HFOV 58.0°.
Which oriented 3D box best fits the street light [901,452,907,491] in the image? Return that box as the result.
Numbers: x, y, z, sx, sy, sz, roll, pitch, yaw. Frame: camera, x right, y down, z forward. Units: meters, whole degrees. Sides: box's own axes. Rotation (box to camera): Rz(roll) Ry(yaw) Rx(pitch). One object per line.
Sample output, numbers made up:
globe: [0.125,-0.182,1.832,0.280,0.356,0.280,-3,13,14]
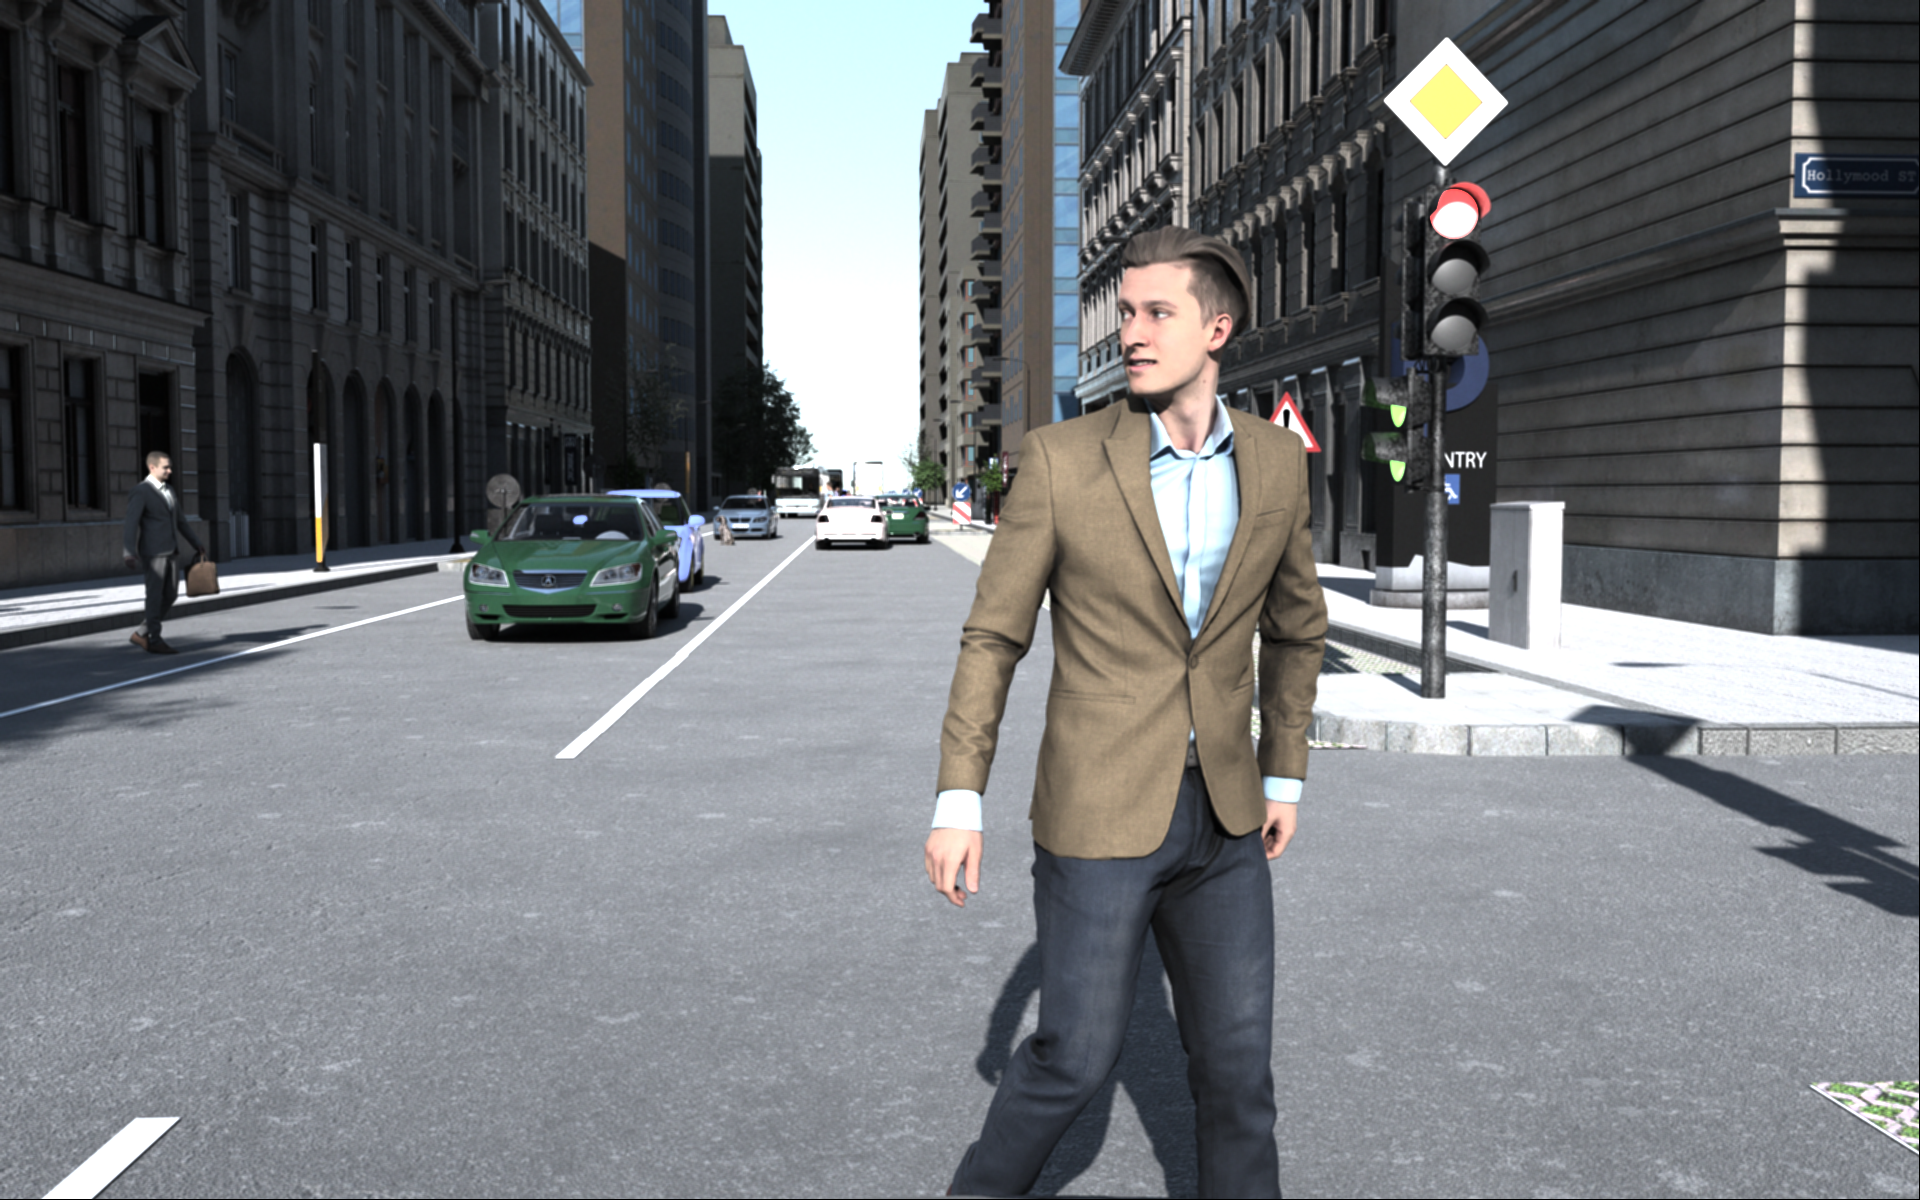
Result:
street light: [-5.566,-13.332,190.517,1.470,5.913,1.316,0,4,-3]

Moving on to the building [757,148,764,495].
building: [-29.971,-31.486,198.397,14.154,41.232,14.086,0,4,-3]

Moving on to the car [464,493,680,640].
car: [-4.051,-0.415,18.591,2.131,1.459,4.920,0,4,-5]

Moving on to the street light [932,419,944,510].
street light: [-0.959,-8.254,107.501,1.470,5.913,1.316,0,4,-3]

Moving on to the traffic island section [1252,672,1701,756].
traffic island section: [3.005,0.694,10.927,2.009,0.180,2.903,0,4,-3]

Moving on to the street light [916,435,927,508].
street light: [-2.455,-9.949,135.206,1.470,5.913,1.316,0,4,-3]

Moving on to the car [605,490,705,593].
car: [-4.801,-1.013,26.147,1.945,1.707,3.694,0,4,-5]

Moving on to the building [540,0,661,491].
building: [-23.708,-26.974,91.132,14.600,45.320,14.200,0,4,-3]

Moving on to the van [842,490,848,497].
van: [-16.255,-14.226,236.985,2.240,2.365,5.245,0,4,-2]

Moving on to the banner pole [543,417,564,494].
banner pole: [-13.466,-4.086,56.817,0.401,3.779,0.863,-3,4,-37]

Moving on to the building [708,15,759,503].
building: [-32.311,-34.020,179.927,21.300,48.544,21.600,0,4,-3]

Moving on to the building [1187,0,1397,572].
building: [11.056,-11.441,36.204,9.793,20.994,18.267,0,4,-3]

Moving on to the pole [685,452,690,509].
pole: [-13.181,-5.503,83.815,0.158,3.312,0.155,0,3,0]

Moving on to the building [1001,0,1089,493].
building: [9.738,-27.202,94.865,14.600,45.320,14.200,0,4,-3]

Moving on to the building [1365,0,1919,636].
building: [23.976,-12.349,20.986,34.723,24.649,14.460,0,4,-3]

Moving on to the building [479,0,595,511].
building: [-19.762,-13.142,64.014,9.793,20.994,18.267,0,4,-3]

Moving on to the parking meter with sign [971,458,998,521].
parking meter with sign: [1.140,-5.374,84.132,0.543,3.016,1.738,-2,4,-33]

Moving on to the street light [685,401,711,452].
street light: [-13.113,-6.968,86.468,1.470,5.913,1.316,0,4,-3]

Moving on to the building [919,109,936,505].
building: [6.063,-35.819,209.345,21.300,48.544,21.600,0,4,-3]

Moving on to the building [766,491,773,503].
building: [-39.755,-32.145,217.453,32.217,40.220,23.993,0,4,-3]

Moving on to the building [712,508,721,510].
building: [-35.840,-27.304,138.305,32.217,40.220,23.993,0,4,-3]

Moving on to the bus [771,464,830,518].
bus: [-9.566,-6.784,105.776,2.948,3.499,13.247,0,4,-2]

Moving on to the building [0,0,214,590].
building: [-17.372,-9.536,20.549,10.561,19.102,19.286,0,4,-3]

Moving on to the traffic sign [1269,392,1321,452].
traffic sign: [4.159,-1.354,22.141,0.884,2.594,0.081,0,4,3]

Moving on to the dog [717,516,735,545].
dog: [-6.609,-1.952,48.760,0.513,0.831,0.800,0,4,-6]

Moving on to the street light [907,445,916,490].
street light: [-4.018,-11.610,162.361,1.470,5.913,1.316,0,4,-3]

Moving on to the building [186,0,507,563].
building: [-20.214,-12.278,42.551,13.314,21.916,24.055,0,4,-3]

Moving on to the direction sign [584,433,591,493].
direction sign: [-13.973,-4.464,64.979,0.379,3.537,0.876,-2,4,-26]

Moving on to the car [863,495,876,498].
car: [-5.605,-6.064,111.513,2.083,1.381,4.827,0,4,-4]

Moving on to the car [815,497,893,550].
car: [-2.829,-2.051,45.904,2.083,1.381,4.827,0,4,-1]

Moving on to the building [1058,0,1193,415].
building: [9.145,-13.133,65.634,10.553,20.767,40.483,0,4,-3]

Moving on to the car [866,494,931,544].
car: [-1.886,-2.390,50.880,2.131,1.459,4.920,0,4,-3]

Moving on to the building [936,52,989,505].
building: [8.748,-34.508,187.901,21.300,48.544,21.600,0,4,-3]

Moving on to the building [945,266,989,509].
building: [13.235,-18.447,146.644,27.650,21.520,28.899,0,4,-3]

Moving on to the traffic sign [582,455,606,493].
traffic sign: [-11.770,-3.402,55.731,0.768,2.556,0.104,0,4,3]

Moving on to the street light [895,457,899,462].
street light: [-7.066,-15.002,217.815,1.470,5.913,1.316,0,4,-3]

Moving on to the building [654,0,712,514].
building: [-28.070,-34.868,112.084,21.231,58.520,28.212,0,4,-3]

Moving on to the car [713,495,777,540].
car: [-6.852,-2.666,55.587,2.014,1.417,4.499,0,4,-2]

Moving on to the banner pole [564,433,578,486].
banner pole: [-14.255,-4.447,62.731,0.863,3.779,0.401,-2,4,-28]

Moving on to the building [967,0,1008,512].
building: [12.027,-28.251,116.536,22.147,44.769,28.867,0,4,-3]

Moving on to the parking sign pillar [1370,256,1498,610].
parking sign pillar: [5.454,-1.915,19.782,1.447,3.967,1.447,-1,4,-14]
